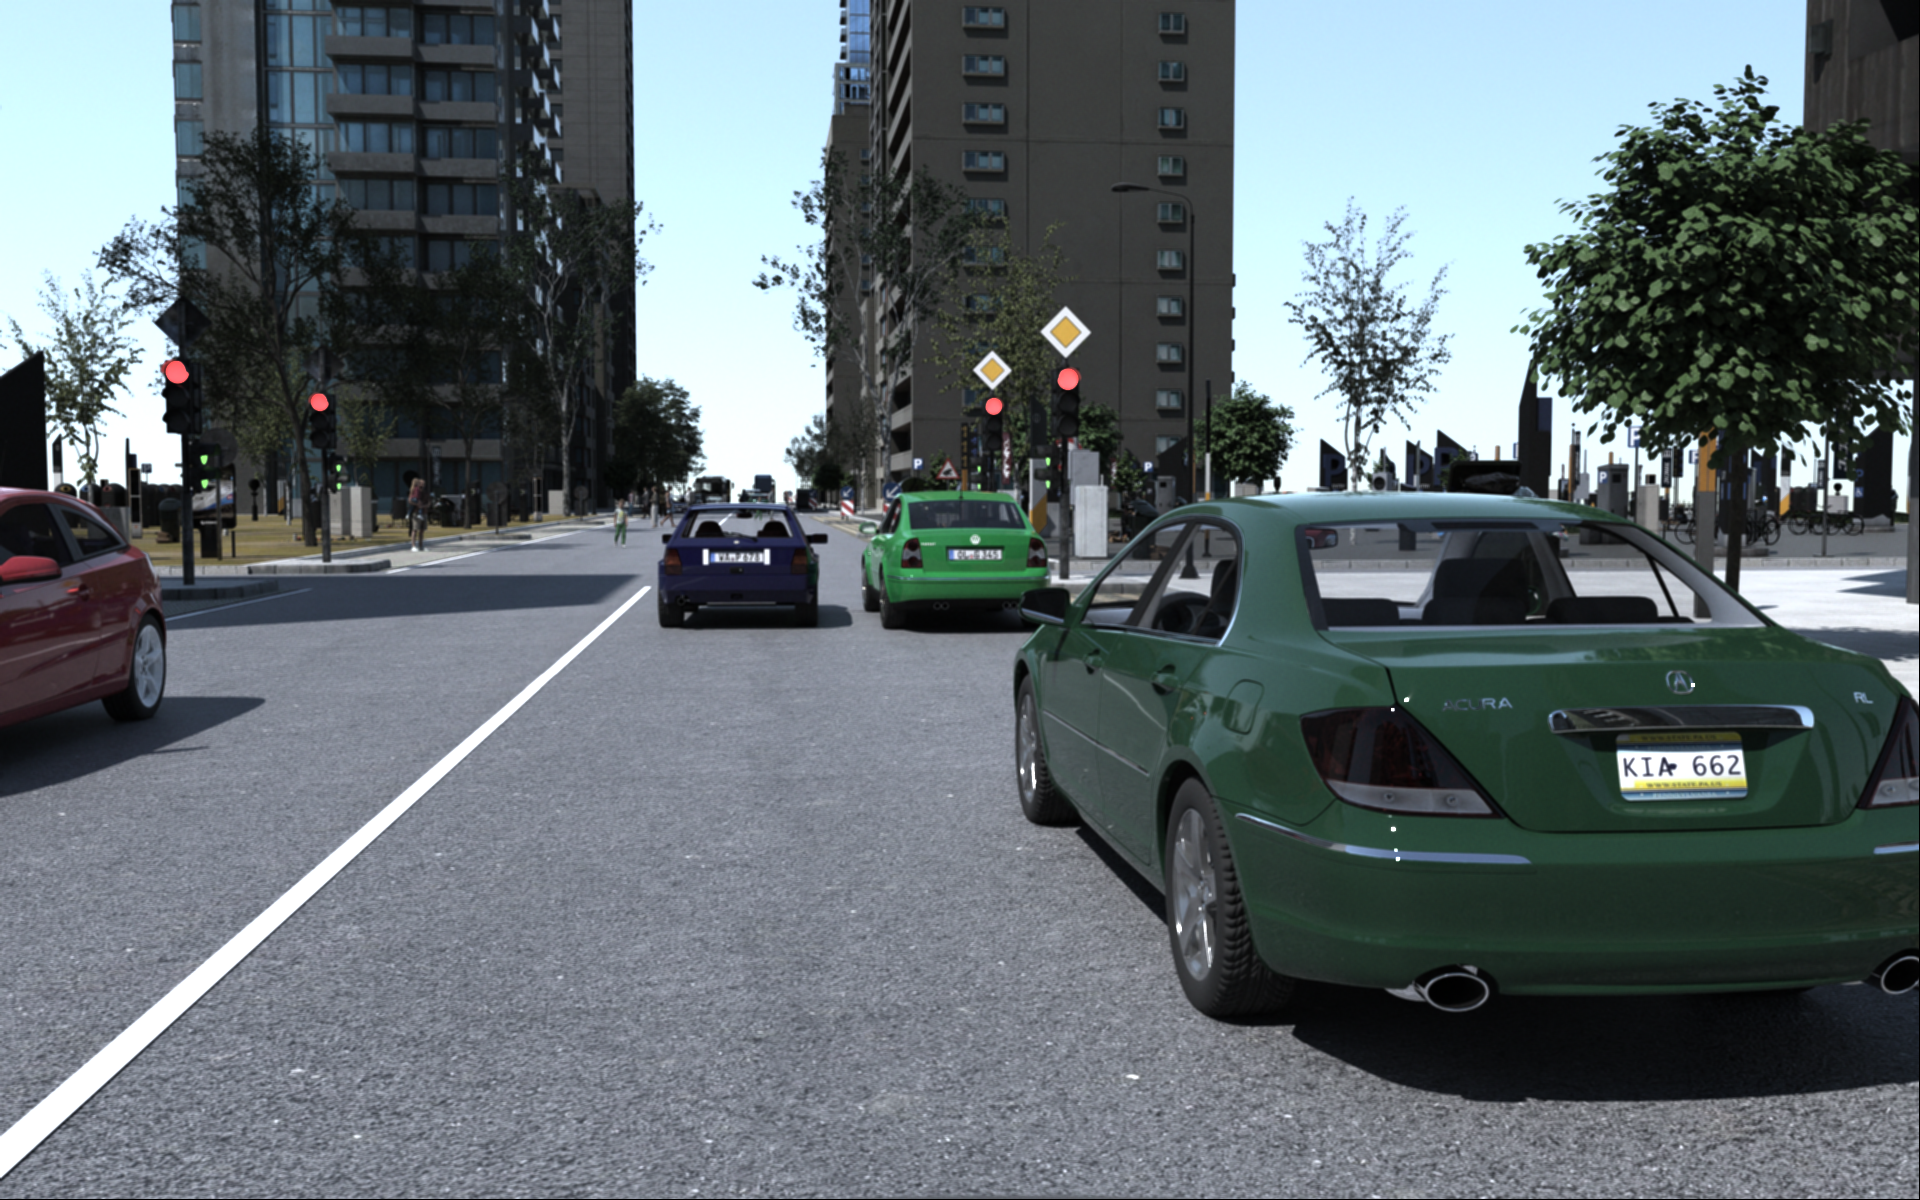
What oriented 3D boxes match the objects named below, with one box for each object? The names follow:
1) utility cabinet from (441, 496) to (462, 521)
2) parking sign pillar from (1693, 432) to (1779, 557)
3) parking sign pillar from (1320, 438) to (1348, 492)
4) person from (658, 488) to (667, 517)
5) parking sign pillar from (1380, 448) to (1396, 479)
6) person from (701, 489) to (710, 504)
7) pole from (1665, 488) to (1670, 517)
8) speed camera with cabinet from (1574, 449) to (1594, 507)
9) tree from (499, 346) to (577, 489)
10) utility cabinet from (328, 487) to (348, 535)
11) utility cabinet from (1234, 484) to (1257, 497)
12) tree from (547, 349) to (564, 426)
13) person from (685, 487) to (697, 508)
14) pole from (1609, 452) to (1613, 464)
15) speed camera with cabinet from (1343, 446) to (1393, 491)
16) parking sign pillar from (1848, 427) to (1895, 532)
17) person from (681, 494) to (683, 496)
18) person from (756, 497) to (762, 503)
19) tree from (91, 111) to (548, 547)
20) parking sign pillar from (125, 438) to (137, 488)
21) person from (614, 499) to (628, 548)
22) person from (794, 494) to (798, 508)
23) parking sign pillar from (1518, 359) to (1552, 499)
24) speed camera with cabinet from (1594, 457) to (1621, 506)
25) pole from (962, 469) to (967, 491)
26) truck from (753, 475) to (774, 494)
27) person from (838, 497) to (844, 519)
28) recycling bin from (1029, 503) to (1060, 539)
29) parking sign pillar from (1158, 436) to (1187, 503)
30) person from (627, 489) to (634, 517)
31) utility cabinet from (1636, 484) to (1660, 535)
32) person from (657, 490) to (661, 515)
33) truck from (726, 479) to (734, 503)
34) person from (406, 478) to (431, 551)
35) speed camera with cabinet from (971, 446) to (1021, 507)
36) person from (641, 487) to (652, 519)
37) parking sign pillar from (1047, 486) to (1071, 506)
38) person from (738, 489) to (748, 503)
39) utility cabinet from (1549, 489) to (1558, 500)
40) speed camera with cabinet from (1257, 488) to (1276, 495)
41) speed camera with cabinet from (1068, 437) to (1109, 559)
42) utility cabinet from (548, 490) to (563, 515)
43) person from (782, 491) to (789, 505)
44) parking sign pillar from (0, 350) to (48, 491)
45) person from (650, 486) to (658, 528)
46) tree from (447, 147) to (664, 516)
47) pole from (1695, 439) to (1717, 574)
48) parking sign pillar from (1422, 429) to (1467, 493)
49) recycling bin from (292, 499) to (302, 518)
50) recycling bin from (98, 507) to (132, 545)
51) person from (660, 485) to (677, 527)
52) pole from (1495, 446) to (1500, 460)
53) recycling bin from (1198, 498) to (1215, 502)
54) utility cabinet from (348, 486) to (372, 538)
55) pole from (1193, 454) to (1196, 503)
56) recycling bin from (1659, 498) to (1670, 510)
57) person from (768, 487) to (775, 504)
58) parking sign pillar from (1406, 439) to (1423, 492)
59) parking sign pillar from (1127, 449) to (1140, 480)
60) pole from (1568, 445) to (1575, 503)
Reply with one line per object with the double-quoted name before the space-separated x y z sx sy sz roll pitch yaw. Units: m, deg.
"utility cabinet" -22.262 -3.957 75.865 0.306 1.237 1.020 2 4 24
"parking sign pillar" 16.072 -2.906 35.983 1.447 3.967 1.447 1 4 18
"parking sign pillar" 18.133 -5.845 84.037 1.447 3.967 1.447 -1 4 -15
"person" -18.806 -6.182 109.664 1.348 1.812 0.705 0 4 4
"parking sign pillar" 25.287 -6.966 102.368 1.447 3.967 1.447 3 5 39
"person" -20.258 -7.885 137.424 0.705 1.824 1.348 1 4 20
"pole" 36.280 -5.809 88.820 0.158 3.312 0.155 0 3 0
"speed camera with cabinet" 27.331 -5.054 76.975 0.660 3.252 2.038 0 4 0
"tree" -21.069 -8.319 86.384 4.360 8.622 3.978 0 3 0
"utility cabinet" -19.323 -2.762 53.830 0.318 1.500 1.173 -3 5 -41
"utility cabinet" 6.197 -1.766 37.561 0.318 1.500 1.173 0 4 0
"tree" -17.931 -7.918 63.867 8.767 10.594 7.601 3 5 40
"person" -15.179 -5.455 97.782 0.679 1.850 0.850 -1 4 -17
"pole" 31.394 -5.489 83.585 0.158 3.312 0.155 0 3 0
"speed camera with cabinet" 16.984 -4.765 72.247 2.038 3.252 0.660 3 5 41
"parking sign pillar" 31.062 -4.308 58.914 1.447 3.967 1.447 -1 4 -22
"person" -31.503 -11.301 196.499 0.991 1.433 0.599 1 4 11
"person" -10.415 -4.698 89.567 0.590 1.304 0.306 2 4 35
"tree" -16.153 -6.602 42.350 7.601 10.594 8.767 3 4 39
"parking sign pillar" -40.051 -5.824 83.691 1.447 3.967 1.447 -2 4 -28
"person" -9.122 -2.066 46.525 0.306 1.304 0.590 -2 4 -35
"person" -16.667 -10.289 177.657 0.756 1.711 0.436 -3 4 -36
"parking sign pillar" 11.674 -2.862 35.258 1.447 3.967 1.447 1 4 9
"speed camera with cabinet" 34.591 -6.023 92.809 2.038 3.252 0.660 3 5 42
"pole" 0.160 -4.046 59.991 0.158 3.312 0.155 0 3 0
"truck" -26.807 -15.035 235.578 2.967 4.110 18.799 0 4 -6
"person" -6.630 -5.175 97.376 0.475 1.303 0.640 -2 4 -23
"recycling bin" 2.453 -2.309 50.311 0.722 1.027 0.722 -1 4 -21
"parking sign pillar" 9.841 -5.608 80.164 1.447 3.967 1.447 0 4 2
"person" -20.417 -5.995 107.351 0.643 1.720 0.563 -2 4 -35
"utility cabinet" 15.196 -1.813 38.323 0.318 1.500 1.173 1 4 13
"person" -20.916 -6.797 120.355 0.721 1.735 1.217 3 5 43
"truck" -31.244 -14.064 225.862 3.469 3.379 9.791 0 4 -8
"person" -13.539 -2.129 43.291 0.573 1.828 0.580 0 4 -5
"speed camera with cabinet" 1.504 -4.759 72.150 2.038 3.252 0.660 -1 4 -14
"person" -18.114 -5.608 100.158 0.822 1.834 0.622 -3 4 -36
"parking sign pillar" 5.561 -6.635 96.948 1.447 3.967 1.447 -1 4 -14
"person" -16.874 -7.744 135.107 0.705 1.826 1.348 1 4 23
"utility cabinet" 28.074 -4.484 81.987 1.173 1.500 0.318 1 4 21
"speed camera with cabinet" 18.363 -6.764 104.933 0.660 3.252 2.038 -1 4 -23
"speed camera with cabinet" 2.614 -2.495 35.130 0.660 3.252 2.038 0 4 -3
"utility cabinet" -24.287 -5.883 104.859 1.173 1.500 0.318 0 4 3
"person" -18.157 -10.458 180.012 0.750 1.759 0.617 0 4 -1
"parking sign pillar" -17.624 -2.665 32.051 1.447 3.967 1.447 2 4 28
"person" -13.064 -3.968 73.927 0.362 1.759 0.519 0 4 3
"tree" -23.683 -14.780 97.537 12.611 20.169 13.585 0 3 0
"pole" 7.696 -1.468 17.844 0.158 3.312 0.155 0 3 0
"parking sign pillar" 20.271 -5.091 71.716 1.447 3.967 1.447 3 5 45
"recycling bin" -35.377 -4.872 92.205 0.722 1.027 0.722 -2 4 -27
"recycling bin" -16.564 -1.296 33.745 0.722 1.027 0.722 -1 4 -21
"person" -12.740 -4.103 75.677 0.778 1.811 0.616 1 4 9
"pole" 22.594 -4.833 72.867 0.158 3.312 0.155 0 3 0
"recycling bin" 14.819 -5.602 104.153 0.722 1.027 0.722 -2 4 -31
"utility cabinet" -17.551 -2.577 50.805 0.318 1.500 1.173 -2 4 -34
"pole" 8.393 -4.187 62.305 0.158 3.312 0.155 0 3 0
"recycling bin" 40.639 -5.373 100.398 0.722 1.027 0.722 -3 5 -43
"person" -10.235 -5.244 94.335 0.391 1.810 0.635 0 4 2
"parking sign pillar" 22.481 -5.891 84.788 1.447 3.967 1.447 1 4 14
"parking sign pillar" 10.158 -6.980 102.602 1.447 3.967 1.447 -2 4 -27
"pole" 25.201 -4.744 71.401 0.158 3.312 0.155 0 3 0
